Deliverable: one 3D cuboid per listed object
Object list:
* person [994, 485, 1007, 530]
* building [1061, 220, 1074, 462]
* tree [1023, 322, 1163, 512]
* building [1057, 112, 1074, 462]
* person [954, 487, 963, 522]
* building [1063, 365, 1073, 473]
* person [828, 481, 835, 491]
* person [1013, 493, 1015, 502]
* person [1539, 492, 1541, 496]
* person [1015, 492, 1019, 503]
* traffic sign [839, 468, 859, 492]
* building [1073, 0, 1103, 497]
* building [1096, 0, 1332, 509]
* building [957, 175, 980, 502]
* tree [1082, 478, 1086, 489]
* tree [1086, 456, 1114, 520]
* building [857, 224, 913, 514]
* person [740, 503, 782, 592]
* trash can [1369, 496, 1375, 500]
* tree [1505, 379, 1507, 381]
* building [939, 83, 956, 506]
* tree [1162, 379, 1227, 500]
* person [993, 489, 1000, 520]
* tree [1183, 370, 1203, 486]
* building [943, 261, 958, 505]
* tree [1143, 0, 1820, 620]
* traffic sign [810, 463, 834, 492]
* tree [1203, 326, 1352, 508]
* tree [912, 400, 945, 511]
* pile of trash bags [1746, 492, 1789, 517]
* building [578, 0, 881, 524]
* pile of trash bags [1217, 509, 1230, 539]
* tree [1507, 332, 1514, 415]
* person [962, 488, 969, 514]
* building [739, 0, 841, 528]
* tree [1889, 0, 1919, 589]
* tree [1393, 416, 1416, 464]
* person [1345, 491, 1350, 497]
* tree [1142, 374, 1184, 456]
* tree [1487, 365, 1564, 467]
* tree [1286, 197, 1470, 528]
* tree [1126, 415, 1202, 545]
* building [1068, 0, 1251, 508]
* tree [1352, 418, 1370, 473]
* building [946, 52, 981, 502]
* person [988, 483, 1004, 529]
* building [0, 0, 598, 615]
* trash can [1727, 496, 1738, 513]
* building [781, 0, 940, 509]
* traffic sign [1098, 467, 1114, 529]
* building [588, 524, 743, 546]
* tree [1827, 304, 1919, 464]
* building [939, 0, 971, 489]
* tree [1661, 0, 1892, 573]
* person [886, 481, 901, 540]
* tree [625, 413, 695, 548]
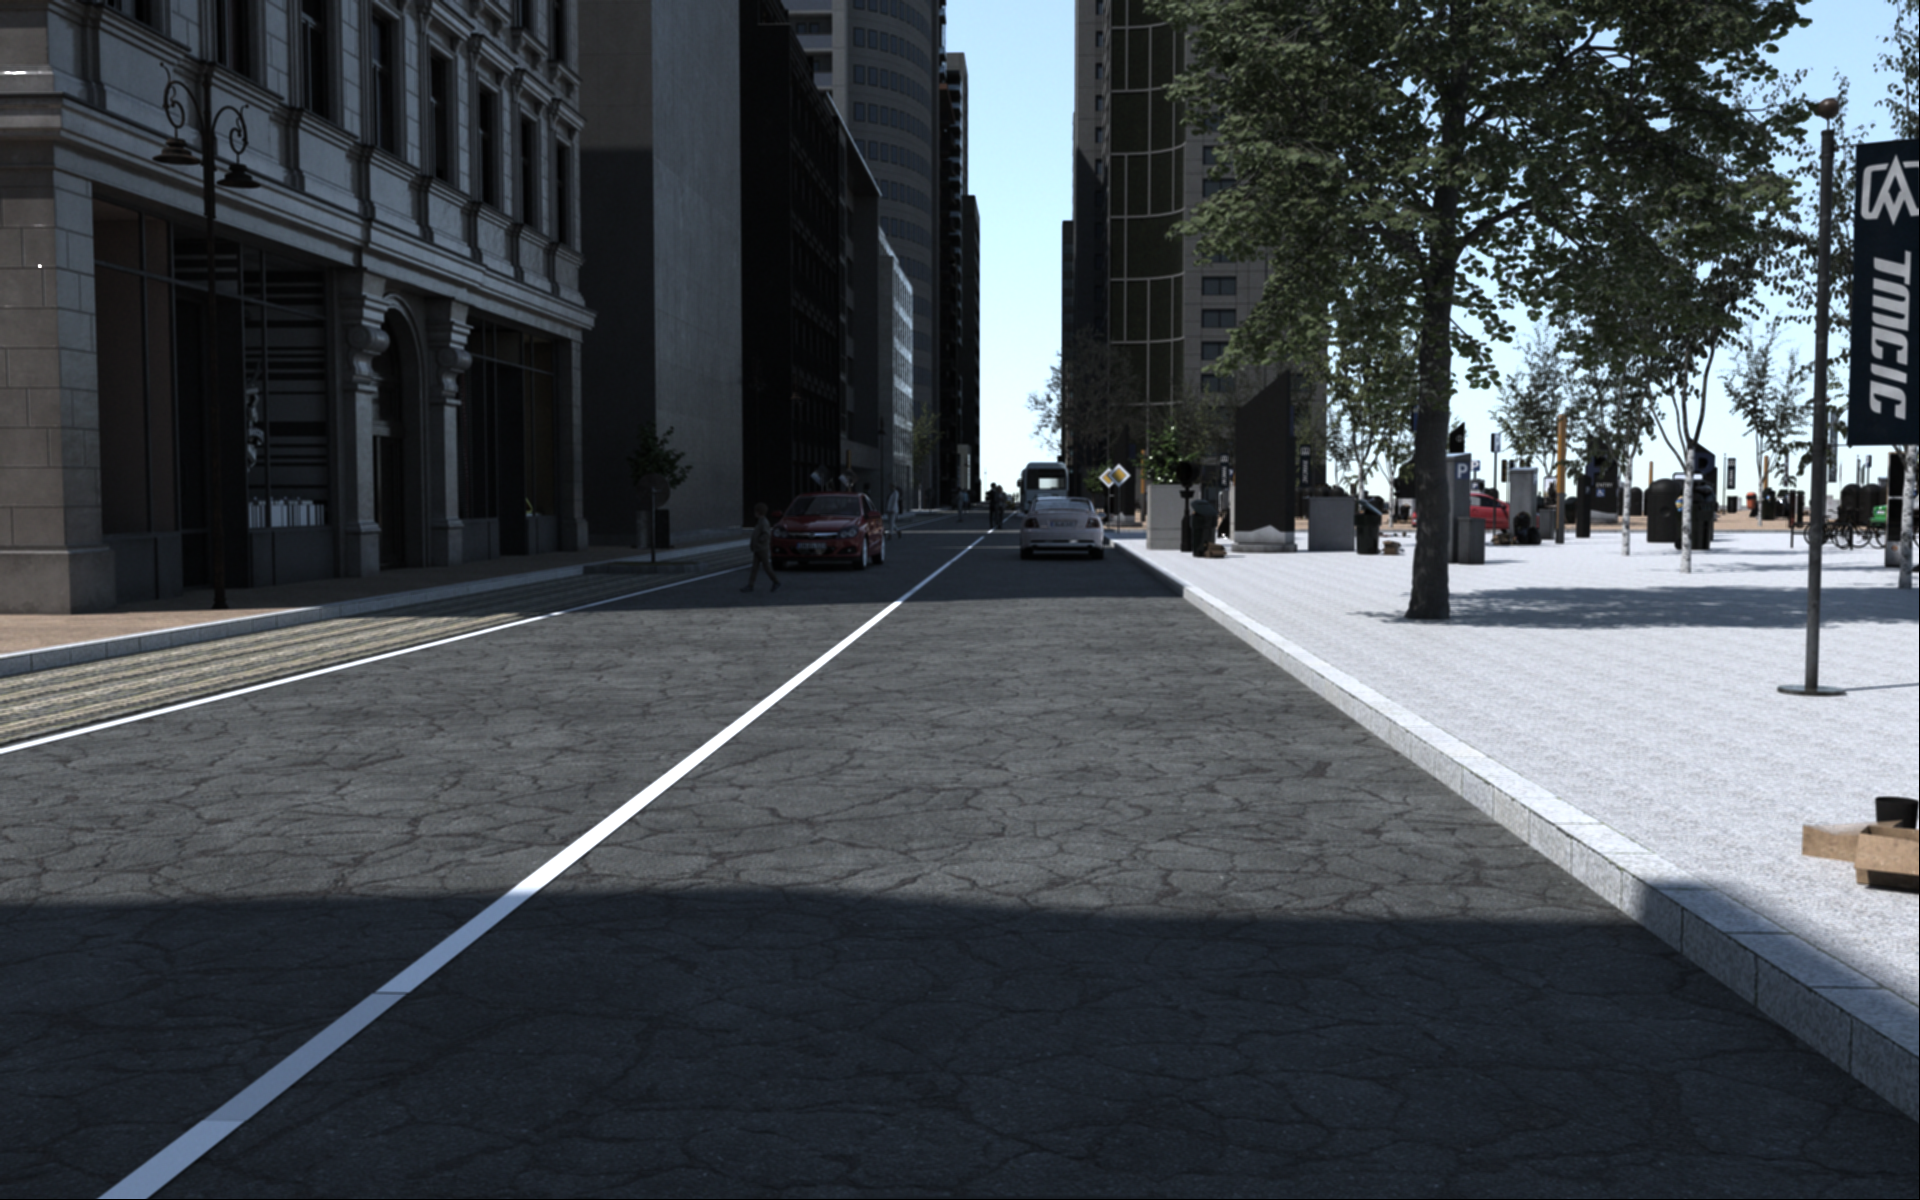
[{"bbox_3d":[1.655,-3.757,70.104,0.537,1.800,0.526,0,4,0],"label":"person"},{"bbox_3d":[22.230,-35.244,259.841,14.154,41.232,14.086,0,4,3],"label":"building"},{"bbox_3d":[9.521,-13.111,124.727,12.009,13.543,11.850,0,3,0],"label":"tree"},{"bbox_3d":[27.229,-59.233,281.132,22.319,86.520,31.000,0,4,3],"label":"building"},{"bbox_3d":[-0.080,-4.940,89.447,0.466,1.800,0.511,0,4,3],"label":"person"},{"bbox_3d":[28.328,-24.077,238.693,27.650,21.520,28.899,0,4,3],"label":"building"},{"bbox_3d":[-3.717,-2.481,49.338,0.520,1.790,0.573,-1,4,-17],"label":"person"},{"bbox_3d":[7.525,-14.031,239.368,0.415,1.643,0.593,-3,4,-36],"label":"person"},{"bbox_3d":[72.487,-12.700,216.925,0.721,1.735,1.217,1,4,15],"label":"person"},{"bbox_3d":[8.960,-16.091,272.417,0.721,1.723,1.217,2,4,28],"label":"person"},{"bbox_3d":[-4.156,-3.742,64.822,0.795,2.450,0.064,0,4,3],"label":"traffic sign"},{"bbox_3d":[22.304,-38.978,179.291,21.231,58.520,28.212,0,4,3],"label":"building"},{"bbox_3d":[21.116,-43.811,154.567,20.563,71.187,20.611,0,4,3],"label":"building"},{"bbox_3d":[-7.953,-39.277,265.877,21.300,48.544,21.600,0,4,3],"label":"building"},{"bbox_3d":[8.607,-6.735,104.719,1.663,3.219,1.824,0,3,0],"label":"tree"},{"bbox_3d":[7.657,-5.666,87.241,1.663,3.219,1.824,0,3,0],"label":"tree"},{"bbox_3d":[-9.071,-16.192,119.490,10.420,20.320,16.860,0,4,3],"label":"building"},{"bbox_3d":[-2.900,-0.771,25.377,0.640,1.303,0.475,-2,4,-35],"label":"person"},{"bbox_3d":[31.913,-7.467,133.732,0.748,1.137,0.748,0,3,0],"label":"trash can"},{"bbox_3d":[23.914,-7.310,69.879,4.360,8.622,3.978,0,3,0],"label":"tree"},{"bbox_3d":[-11.808,-32.280,182.404,22.147,44.769,28.867,0,4,3],"label":"building"},{"bbox_3d":[15.120,-9.799,110.571,4.737,8.622,4.395,0,3,0],"label":"tree"},{"bbox_3d":[2.026,-5.244,94.101,0.748,1.841,0.638,-1,4,-22],"label":"person"},{"bbox_3d":[14.930,-8.902,95.917,4.360,8.622,3.978,0,3,0],"label":"tree"},{"bbox_3d":[-7.588,-26.448,204.119,14.160,30.474,14.107,0,4,3],"label":"building"},{"bbox_3d":[5.196,-6.095,17.786,7.486,12.596,7.792,0,3,0],"label":"tree"},{"bbox_3d":[-4.518,-3.254,56.846,0.795,2.450,0.064,0,4,3],"label":"traffic sign"},{"bbox_3d":[13.376,-7.511,73.161,4.360,8.622,3.978,0,3,0],"label":"tree"},{"bbox_3d":[-3.340,-11.245,134.224,4.737,8.622,4.395,0,3,0],"label":"tree"},{"bbox_3d":[44.741,-5.286,96.180,3.447,1.369,1.912,-3,4,-36],"label":"pile of trash bags"},{"bbox_3d":[-12.750,-16.932,95.909,14.314,24.678,30.058,0,4,3],"label":"building"},{"bbox_3d":[7.882,-2.460,49.978,3.447,1.369,1.912,0,4,4],"label":"pile of trash bags"},{"bbox_3d":[13.997,-5.245,36.110,4.360,8.622,3.978,0,3,0],"label":"tree"},{"bbox_3d":[0.333,-7.084,124.182,0.638,1.841,0.748,-1,4,-12],"label":"person"},{"bbox_3d":[-12.055,-14.838,72.281,12.332,23.373,15.834,0,4,3],"label":"building"},{"bbox_3d":[12.839,-4.474,23.521,4.360,8.622,3.978,0,3,0],"label":"tree"},{"bbox_3d":[35.721,-11.285,134.878,4.360,8.622,3.978,0,3,0],"label":"tree"},{"bbox_3d":[48.926,-12.880,219.182,1.348,1.812,0.705,2,4,33],"label":"person"},{"bbox_3d":[13.005,-9.325,102.827,4.360,8.622,3.978,0,3,0],"label":"tree"},{"bbox_3d":[32.434,-9.124,99.539,4.737,8.622,4.395,0,3,0],"label":"tree"},{"bbox_3d":[9.773,-5.606,42.016,4.737,8.622,4.395,0,3,0],"label":"tree"},{"bbox_3d":[5.164,-2.918,42.307,1.663,3.219,1.824,0,3,0],"label":"tree"},{"bbox_3d":[22.102,-46.792,203.304,20.563,71.187,20.611,0,4,3],"label":"building"},{"bbox_3d":[26.825,-10.496,121.972,4.360,8.622,3.978,0,3,0],"label":"tree"},{"bbox_3d":[-6.845,-51.864,286.223,20.563,71.187,20.611,0,4,3],"label":"building"},{"bbox_3d":[1.458,-3.915,71.876,0.474,1.900,0.648,-3,4,-36],"label":"person"},{"bbox_3d":[-13.807,-10.300,19.313,10.553,20.767,40.483,0,4,3],"label":"building"},{"bbox_3d":[52.149,-6.442,116.976,0.748,1.137,0.748,0,3,0],"label":"trash can"},{"bbox_3d":[-13.101,-37.402,153.527,21.231,58.520,28.212,0,4,3],"label":"building"},{"bbox_3d":[5.528,-3.714,64.364,0.795,2.450,0.064,0,4,3],"label":"traffic sign"},{"bbox_3d":[-22.058,-14.109,49.753,30.058,24.678,14.314,0,4,3],"label":"building"},{"bbox_3d":[28.639,-6.244,52.459,4.737,8.622,4.395,0,3,0],"label":"tree"},{"bbox_3d":[-9.413,-56.596,238.023,22.319,86.520,31.000,0,4,3],"label":"building"},{"bbox_3d":[11.799,-4.760,28.191,4.360,8.622,3.978,0,3,0],"label":"tree"},{"bbox_3d":[-2.055,-2.800,54.153,0.514,1.842,0.818,3,5,43],"label":"person"},{"bbox_3d":[-7.349,-2.847,41.155,1.663,3.219,1.824,0,3,0],"label":"tree"}]
